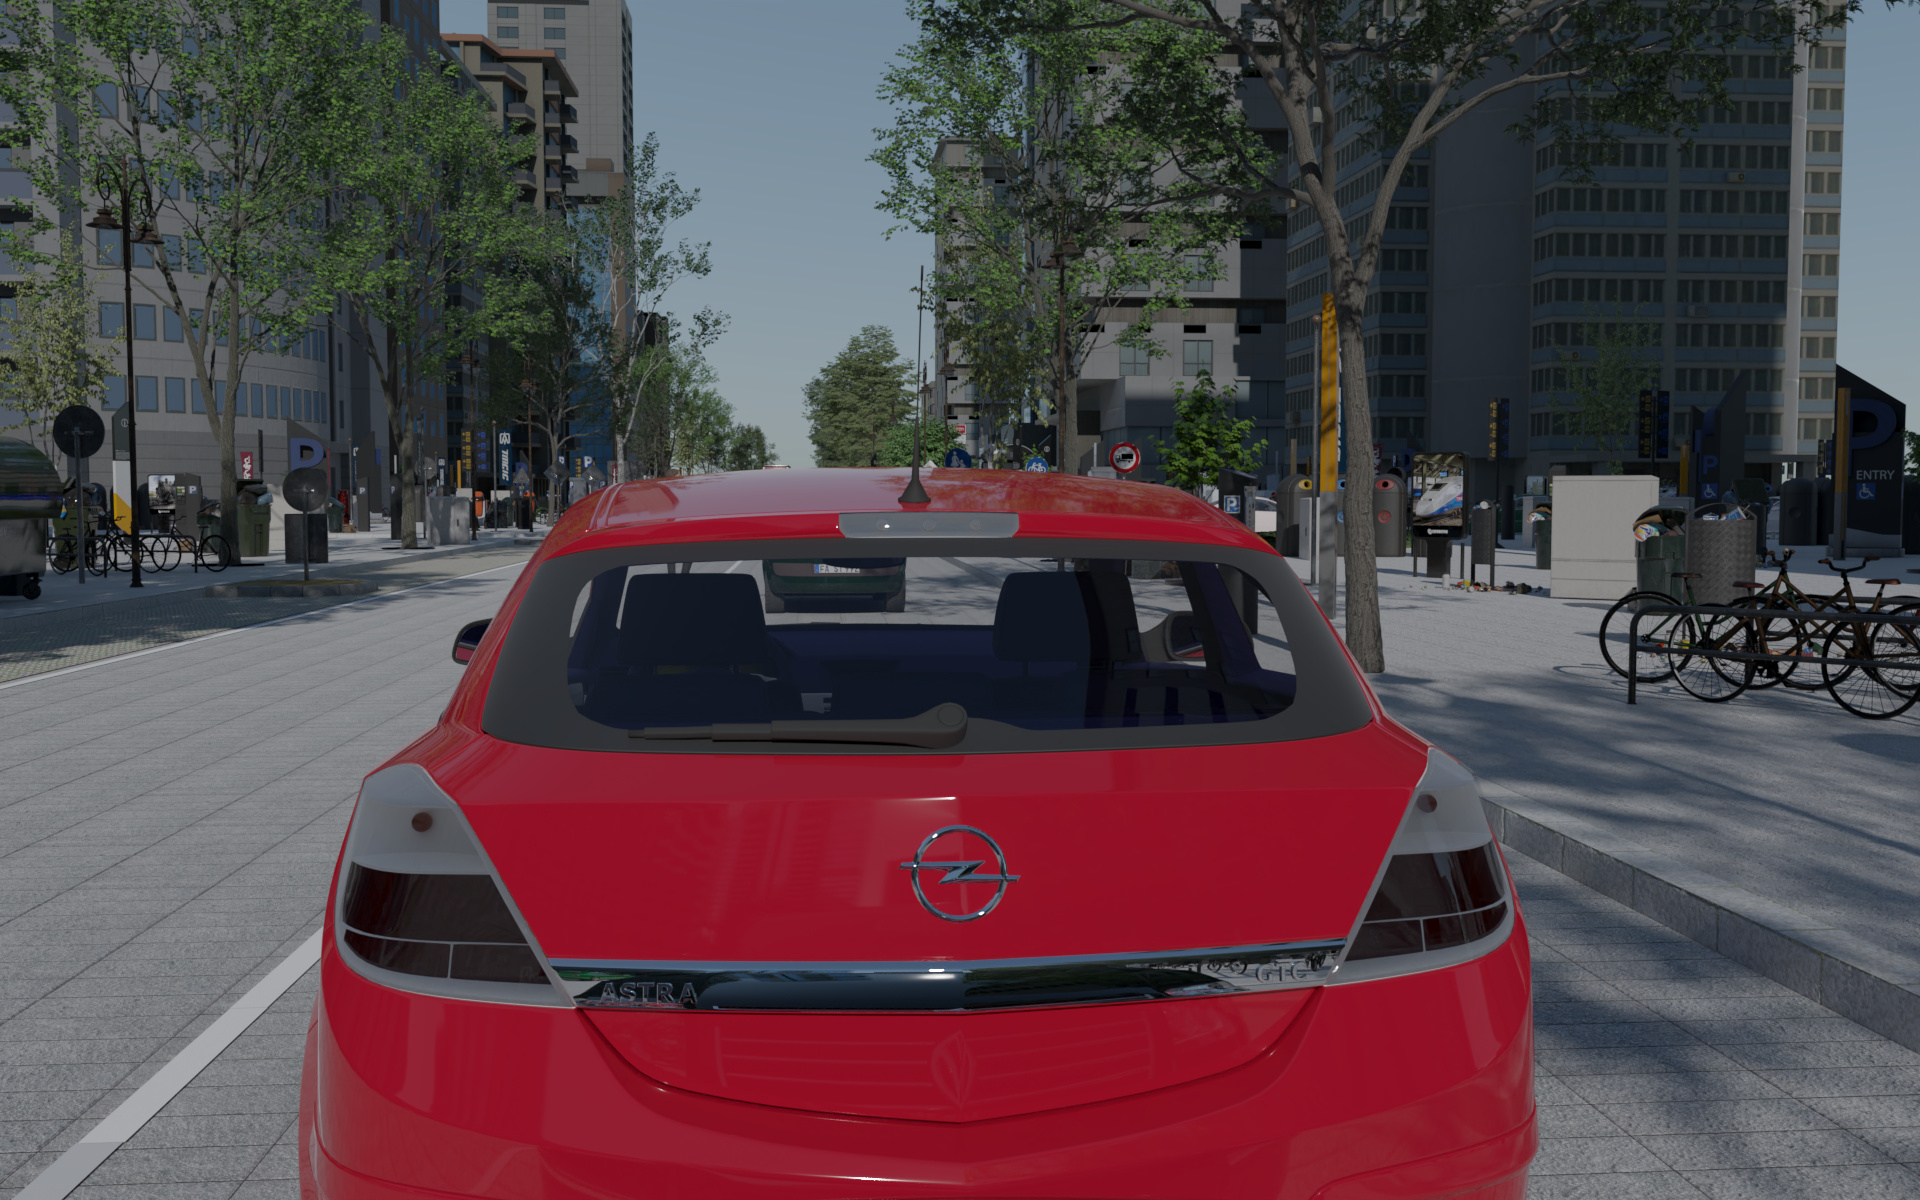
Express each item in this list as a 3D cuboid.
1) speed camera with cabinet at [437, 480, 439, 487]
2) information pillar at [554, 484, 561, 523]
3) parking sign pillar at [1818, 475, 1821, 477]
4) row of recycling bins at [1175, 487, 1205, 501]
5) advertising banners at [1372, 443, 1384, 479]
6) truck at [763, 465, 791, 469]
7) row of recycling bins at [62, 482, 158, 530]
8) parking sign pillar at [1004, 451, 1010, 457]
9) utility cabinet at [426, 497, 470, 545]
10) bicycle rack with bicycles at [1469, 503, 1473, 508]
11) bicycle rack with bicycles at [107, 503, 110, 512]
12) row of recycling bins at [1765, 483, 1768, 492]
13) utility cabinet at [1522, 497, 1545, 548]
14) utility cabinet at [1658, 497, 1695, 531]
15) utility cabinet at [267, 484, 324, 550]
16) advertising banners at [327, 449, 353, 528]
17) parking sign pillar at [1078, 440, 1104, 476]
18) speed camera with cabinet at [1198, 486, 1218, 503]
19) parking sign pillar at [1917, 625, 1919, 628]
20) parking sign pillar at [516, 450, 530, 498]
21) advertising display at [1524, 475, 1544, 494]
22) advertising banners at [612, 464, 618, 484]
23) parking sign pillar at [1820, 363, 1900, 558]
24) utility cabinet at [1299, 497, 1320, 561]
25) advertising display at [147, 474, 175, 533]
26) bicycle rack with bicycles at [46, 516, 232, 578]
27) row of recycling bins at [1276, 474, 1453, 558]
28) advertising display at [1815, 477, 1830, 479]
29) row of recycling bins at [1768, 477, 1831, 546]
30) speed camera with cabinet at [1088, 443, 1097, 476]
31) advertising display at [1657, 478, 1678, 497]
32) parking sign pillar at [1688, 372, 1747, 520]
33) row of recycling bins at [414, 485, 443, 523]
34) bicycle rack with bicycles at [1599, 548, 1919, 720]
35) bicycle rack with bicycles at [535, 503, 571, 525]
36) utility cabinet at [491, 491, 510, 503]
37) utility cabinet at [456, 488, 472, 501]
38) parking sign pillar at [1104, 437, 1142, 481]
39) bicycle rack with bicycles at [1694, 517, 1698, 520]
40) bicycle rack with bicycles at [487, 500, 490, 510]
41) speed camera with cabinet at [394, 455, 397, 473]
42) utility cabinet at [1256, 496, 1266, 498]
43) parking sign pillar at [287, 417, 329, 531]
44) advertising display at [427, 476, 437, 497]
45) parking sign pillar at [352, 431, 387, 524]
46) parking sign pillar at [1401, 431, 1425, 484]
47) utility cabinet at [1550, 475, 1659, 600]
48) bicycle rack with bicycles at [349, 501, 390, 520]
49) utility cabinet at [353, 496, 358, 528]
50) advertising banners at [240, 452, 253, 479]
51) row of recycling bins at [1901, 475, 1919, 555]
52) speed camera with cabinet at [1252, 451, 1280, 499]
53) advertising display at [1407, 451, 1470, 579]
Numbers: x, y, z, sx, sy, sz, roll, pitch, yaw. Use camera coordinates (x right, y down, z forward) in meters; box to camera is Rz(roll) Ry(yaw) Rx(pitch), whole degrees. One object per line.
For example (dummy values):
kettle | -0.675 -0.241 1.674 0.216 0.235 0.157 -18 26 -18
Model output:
speed camera with cabinet | -32.253 -6.981 108.469 2.038 3.252 0.660 -1 4 -13
information pillar | -17.522 -4.327 75.230 0.304 2.012 0.304 0 4 6
parking sign pillar | 60.254 -8.168 122.013 1.447 3.967 1.447 2 4 30
row of recycling bins | 9.262 -3.828 69.695 1.069 1.692 3.534 0 4 -2
advertising banners | 13.577 -3.895 59.866 2.074 3.025 0.090 1 4 13
truck | -17.828 -10.978 168.406 2.839 4.237 11.283 0 4 -4
row of recycling bins | -30.469 -3.350 61.892 3.534 1.692 1.069 -1 4 -20
parking sign pillar | 2.430 -7.218 106.480 1.447 3.967 1.447 0 4 -6
utility cabinet | -12.971 -2.003 43.916 1.020 1.237 0.306 -3 4 -37
bicycle rack with bicycles | 36.923 -6.931 126.697 2.852 0.926 2.925 -1 4 -17
bicycle rack with bicycles | -32.222 -3.234 66.261 2.925 0.926 2.852 -2 4 -29
row of recycling bins | 29.857 -3.449 63.503 3.534 1.692 1.069 0 4 -1
utility cabinet | 13.832 -1.871 41.747 0.306 1.237 1.020 0 4 5
utility cabinet | 15.148 -1.586 37.086 1.020 1.237 0.306 3 5 41
utility cabinet | -15.038 -1.870 39.253 1.173 1.500 0.318 -1 4 -15
advertising banners | -23.631 -4.293 66.376 2.074 3.025 0.090 -3 5 -45
parking sign pillar | 6.510 -5.965 86.005 1.447 3.967 1.447 -2 4 -24
speed camera with cabinet | 9.510 -4.336 65.233 0.660 3.252 2.038 0 4 -7
parking sign pillar | 9.847 -1.697 16.223 1.447 3.967 1.447 -3 5 -45
parking sign pillar | -26.725 -7.194 106.086 1.447 3.967 1.447 -3 4 -38
advertising display | 19.916 -3.358 60.116 0.974 1.923 0.123 -2 4 -35
advertising banners | -20.976 -6.507 102.579 2.074 3.025 0.090 2 4 30
parking sign pillar | 18.528 -2.867 35.351 1.447 3.967 1.447 2 4 33
utility cabinet | 6.855 -1.386 33.816 0.306 1.237 1.020 0 4 0
advertising display | -25.925 -3.130 56.397 0.974 1.923 0.123 0 4 0
bicycle rack with bicycles | -13.663 -0.884 27.833 2.925 0.926 2.852 2 4 23
row of recycling bins | 8.271 -1.738 35.528 3.534 1.692 1.069 1 4 12
advertising display | 33.095 -3.750 66.526 0.123 1.923 0.974 0 4 1
row of recycling bins | 22.079 -2.246 43.831 3.534 1.692 1.069 -2 4 -31
speed camera with cabinet | 4.879 -4.404 66.347 0.660 3.252 2.038 3 5 44
advertising display | 28.332 -3.942 69.662 0.974 1.923 0.123 0 4 4
parking sign pillar | 16.768 -3.033 38.068 1.447 3.967 1.447 -3 5 -43
row of recycling bins | -24.208 -4.375 78.637 3.534 1.692 1.069 3 5 42
bicycle rack with bicycles | 5.330 0.162 10.736 2.852 0.926 2.925 -3 5 -43
bicycle rack with bicycles | -16.718 -3.698 73.849 2.925 0.926 2.852 -1 4 -18
utility cabinet | -29.753 -6.331 112.189 1.173 1.500 0.318 -1 4 -12
utility cabinet | -19.526 -3.604 67.610 1.173 1.500 0.318 -2 4 -31
parking sign pillar | 7.932 -5.716 81.926 1.447 3.967 1.447 -2 4 -29
bicycle rack with bicycles | 20.064 -2.254 50.238 2.852 0.926 2.925 -1 4 -19
bicycle rack with bicycles | -26.441 -5.075 96.365 2.852 0.926 2.925 -1 4 -22
speed camera with cabinet | -28.112 -5.750 88.355 2.038 3.252 0.660 2 4 25
utility cabinet | 11.728 -3.485 68.136 0.306 1.237 1.020 -1 4 -9
parking sign pillar | -22.699 -4.394 60.320 1.447 3.967 1.447 -2 4 -25
advertising display | -18.693 -3.424 61.195 0.123 1.923 0.974 0 4 3
parking sign pillar | -25.450 -5.264 74.532 1.447 3.967 1.447 3 4 39
parking sign pillar | 19.231 -5.206 73.598 1.447 3.967 1.447 -1 4 -14
utility cabinet | 7.791 -0.750 20.944 1.173 1.500 0.318 3 4 39
bicycle rack with bicycles | -29.359 -4.297 83.644 2.925 0.926 2.852 2 4 35
utility cabinet | -22.503 -3.293 64.999 0.306 1.237 1.020 -2 4 -33
advertising banners | -28.704 -4.614 71.631 2.074 3.025 0.090 0 4 -1
row of recycling bins | 20.593 -1.902 38.215 1.069 1.692 3.534 1 4 14
speed camera with cabinet | 13.288 -5.078 77.360 0.660 3.252 2.038 -2 4 -25
advertising display | 7.308 -1.296 26.399 0.123 1.923 0.974 -3 5 -39
